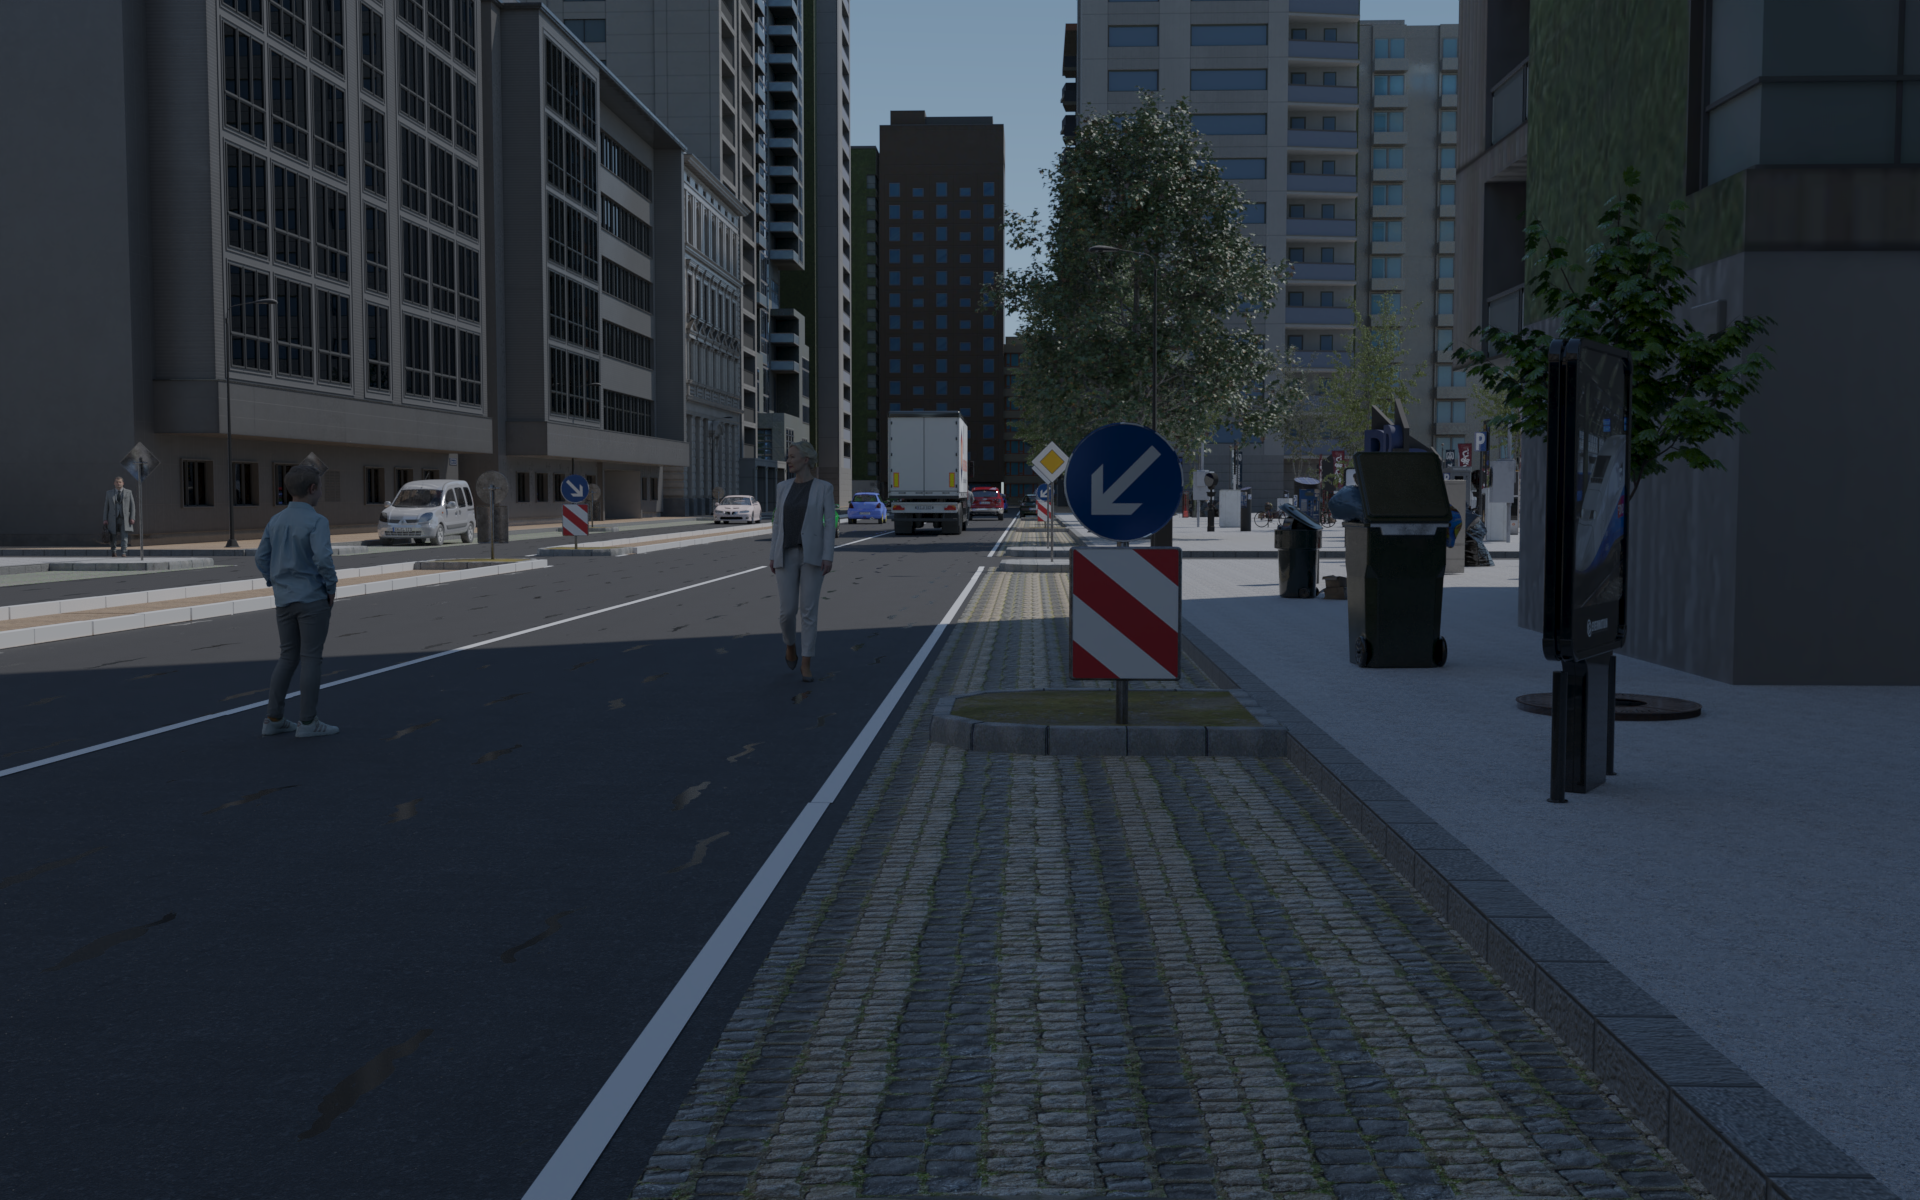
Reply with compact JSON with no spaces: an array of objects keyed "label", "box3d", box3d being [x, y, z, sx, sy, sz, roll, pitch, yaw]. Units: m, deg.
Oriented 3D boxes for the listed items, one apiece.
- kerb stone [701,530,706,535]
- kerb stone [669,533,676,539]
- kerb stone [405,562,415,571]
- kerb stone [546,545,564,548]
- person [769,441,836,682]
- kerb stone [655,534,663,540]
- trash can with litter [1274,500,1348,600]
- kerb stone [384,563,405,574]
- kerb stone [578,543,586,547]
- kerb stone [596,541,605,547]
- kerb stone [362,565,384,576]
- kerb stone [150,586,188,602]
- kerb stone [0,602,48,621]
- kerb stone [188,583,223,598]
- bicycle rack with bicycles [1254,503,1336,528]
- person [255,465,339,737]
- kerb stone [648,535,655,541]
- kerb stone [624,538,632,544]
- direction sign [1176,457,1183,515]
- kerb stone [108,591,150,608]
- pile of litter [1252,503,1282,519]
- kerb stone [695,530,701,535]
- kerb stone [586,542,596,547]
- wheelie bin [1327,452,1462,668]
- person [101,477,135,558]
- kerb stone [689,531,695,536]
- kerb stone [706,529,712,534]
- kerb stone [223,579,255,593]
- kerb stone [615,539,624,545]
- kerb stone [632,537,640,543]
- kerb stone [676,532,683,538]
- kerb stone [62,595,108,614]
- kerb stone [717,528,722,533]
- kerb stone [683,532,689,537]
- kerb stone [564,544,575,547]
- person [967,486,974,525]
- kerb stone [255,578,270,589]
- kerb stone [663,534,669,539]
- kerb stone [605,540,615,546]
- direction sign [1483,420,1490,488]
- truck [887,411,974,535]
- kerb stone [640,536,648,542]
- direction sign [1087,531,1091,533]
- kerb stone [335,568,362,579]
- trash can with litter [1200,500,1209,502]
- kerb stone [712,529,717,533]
[{"label":"kerb stone","box3d":[-9.148,-2.357,60.735,0.120,0.150,1.000,0,4,2]},{"label":"kerb stone","box3d":[-9.349,-2.042,55.587,0.120,0.150,1.000,0,4,2]},{"label":"kerb stone","box3d":[-10.315,-0.626,32.450,0.120,0.150,1.000,0,4,2]},{"label":"kerb stone","box3d":[-9.906,-1.224,42.253,0.120,0.150,1.000,0,4,2]},{"label":"person","box3d":[-1.231,-0.314,13.517,0.514,1.842,0.818,0,4,-5]},{"label":"kerb stone","box3d":[-9.440,-1.917,53.545,0.120,0.150,1.000,0,4,2]},{"label":"trash can with litter","box3d":[4.411,-0.609,21.338,1.055,1.170,0.624,2,4,29]},{"label":"kerb stone","box3d":[-10.350,-0.564,31.413,0.120,0.150,1.000,0,4,2]},{"label":"kerb stone","box3d":[-9.823,-1.349,44.299,0.120,0.150,1.000,0,4,2]},{"label":"kerb stone","box3d":[-9.740,-1.472,46.342,0.120,0.150,1.000,0,4,2]},{"label":"kerb stone","box3d":[-10.395,-0.494,30.387,0.120,0.150,1.000,0,4,2]},{"label":"kerb stone","box3d":[-10.691,-0.063,23.227,0.120,0.150,1.000,0,4,2]},{"label":"kerb stone","box3d":[-10.819,0.124,20.162,0.120,0.150,1.000,0,4,2]},{"label":"kerb stone","box3d":[-10.651,-0.126,24.248,0.120,0.150,1.000,0,4,2]},{"label":"bicycle rack with bicycles","box3d":[13.138,-3.256,66.624,2.925,0.926,2.852,3,4,37]},{"label":"person","box3d":[-3.888,0.003,10.259,0.589,1.601,0.330,2,4,33]},{"label":"kerb stone","box3d":[-9.482,-1.853,52.509,0.120,0.150,1.000,0,4,2]},{"label":"kerb stone","box3d":[-9.609,-1.666,49.435,0.120,0.150,1.000,0,4,2]},{"label":"direction sign","box3d":[13.025,-6.902,104.843,0.876,3.537,0.379,1,4,13]},{"label":"kerb stone","box3d":[-10.736,0.002,22.204,0.120,0.150,1.000,0,4,2]},{"label":"pile of litter","box3d":[16.156,-4.712,91.007,1.719,0.858,1.176,1,4,19]},{"label":"kerb stone","box3d":[-9.179,-2.288,59.701,0.120,0.150,1.000,0,4,2]},{"label":"kerb stone","box3d":[-9.774,-1.414,45.320,0.120,0.150,1.000,0,4,2]},{"label":"wheelie bin","box3d":[3.221,-0.309,12.961,0.980,1.594,0.693,0,4,-4]},{"label":"person","box3d":[-18.610,-1.815,38.275,0.694,1.812,0.767,-2,4,-24]},{"label":"kerb stone","box3d":[-9.225,-2.231,58.671,0.120,0.150,1.000,0,4,2]},{"label":"kerb stone","box3d":[-9.098,-2.415,61.757,0.120,0.150,1.000,0,4,2]},{"label":"kerb stone","box3d":[-10.615,-0.188,25.269,0.120,0.150,1.000,0,4,2]},{"label":"kerb stone","box3d":[-9.650,-1.603,48.399,0.120,0.150,1.000,0,4,2]},{"label":"kerb stone","box3d":[-9.561,-1.723,50.463,0.120,0.150,1.000,0,4,2]},{"label":"kerb stone","box3d":[-9.311,-2.105,56.614,0.120,0.150,1.000,0,4,2]},{"label":"kerb stone","box3d":[-10.779,0.063,21.183,0.120,0.150,1.000,0,4,2]},{"label":"kerb stone","box3d":[-9.012,-2.545,63.800,0.120,0.150,1.000,0,4,2]},{"label":"kerb stone","box3d":[-9.265,-2.168,57.650,0.120,0.150,1.000,0,4,2]},{"label":"kerb stone","box3d":[-9.860,-1.289,43.274,0.120,0.150,1.000,0,4,2]},{"label":"person","box3d":[0.332,-4.330,79.142,0.661,1.843,0.795,-1,4,-17]},{"label":"kerb stone","box3d":[-10.568,-0.251,26.298,0.120,0.150,1.000,0,4,2]},{"label":"kerb stone","box3d":[-9.400,-1.980,54.566,0.120,0.150,1.000,0,4,2]},{"label":"kerb stone","box3d":[-9.693,-1.530,47.364,0.120,0.150,1.000,0,4,2]},{"label":"direction sign","box3d":[16.142,-3.742,53.171,0.379,3.537,0.876,0,4,6]},{"label":"truck","box3d":[-1.022,-4.599,64.105,2.839,4.237,11.283,0,4,2]},{"label":"kerb stone","box3d":[-9.519,-1.792,51.487,0.120,0.150,1.000,0,4,2]},{"label":"direction sign","box3d":[4.429,-4.017,57.673,0.379,3.537,0.876,-1,4,-20]},{"label":"kerb stone","box3d":[-10.444,-0.439,29.365,0.120,0.150,1.000,0,4,2]},{"label":"trash can with litter","box3d":[14.291,-5.557,102.242,0.624,1.170,1.055,2,4,24]},{"label":"kerb stone","box3d":[-9.051,-2.482,62.778,0.120,0.150,1.000,0,4,2]}]
